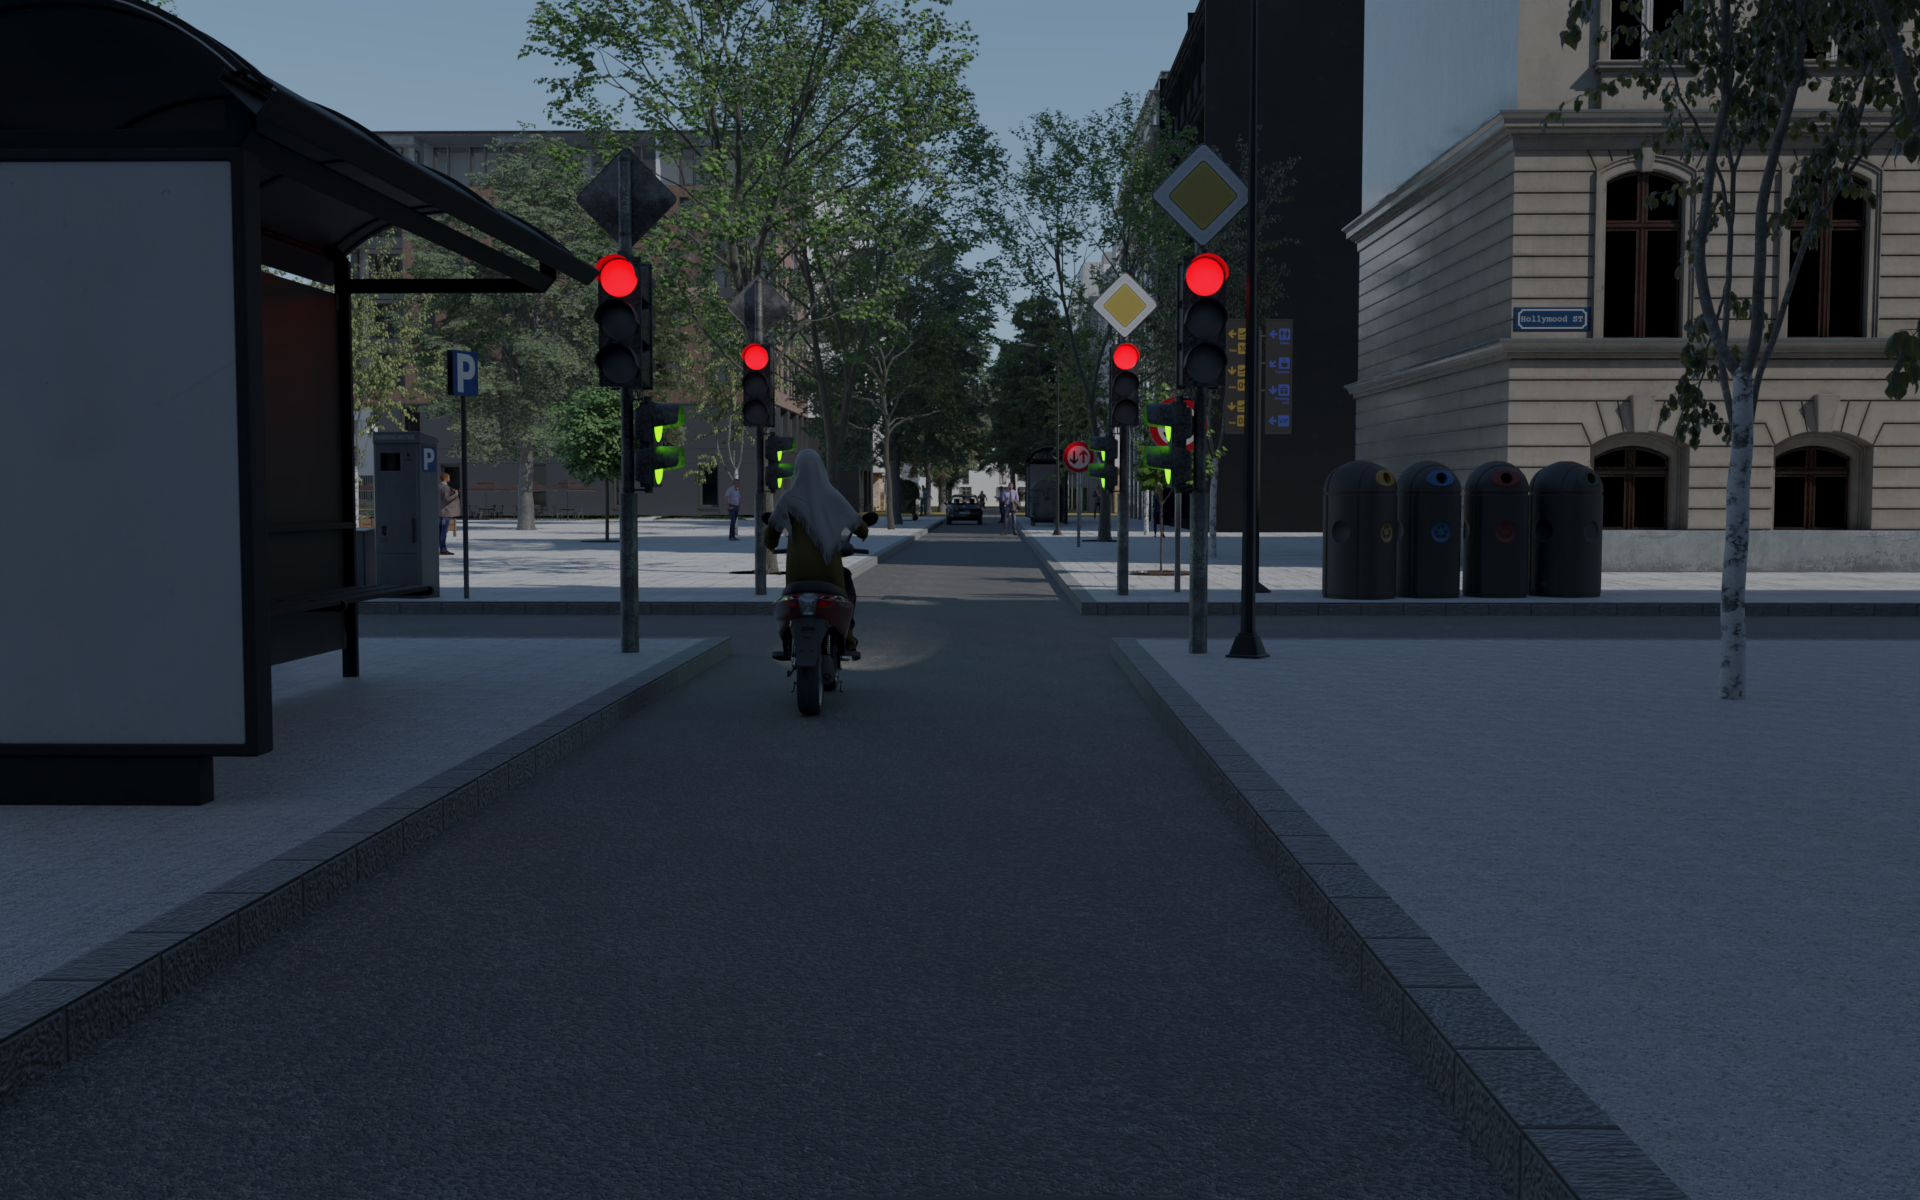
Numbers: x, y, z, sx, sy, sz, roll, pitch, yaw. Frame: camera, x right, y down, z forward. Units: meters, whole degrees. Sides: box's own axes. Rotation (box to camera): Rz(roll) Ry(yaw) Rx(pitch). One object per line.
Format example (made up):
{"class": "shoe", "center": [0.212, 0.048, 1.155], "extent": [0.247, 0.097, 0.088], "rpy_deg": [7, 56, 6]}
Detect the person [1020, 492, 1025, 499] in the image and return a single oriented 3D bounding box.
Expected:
{"class": "person", "center": [5.354, -7.991, 137.223], "extent": [1.217, 1.766, 0.721], "rpy_deg": [-1, 4, -15]}

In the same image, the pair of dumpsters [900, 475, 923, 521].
{"class": "pair of dumpsters", "center": [-2.665, -5.034, 84.799], "extent": [1.574, 2.255, 4.436], "rpy_deg": [0, 4, 1]}

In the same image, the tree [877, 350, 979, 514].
{"class": "tree", "center": [-2.043, -11.533, 110.624], "extent": [6.751, 12.117, 7.091], "rpy_deg": [0, 3, 0]}

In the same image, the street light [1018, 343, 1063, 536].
{"class": "street light", "center": [2.470, -4.949, 53.454], "extent": [1.470, 5.913, 1.316], "rpy_deg": [0, 4, 1]}

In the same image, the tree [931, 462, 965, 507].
{"class": "tree", "center": [-1.220, -10.552, 156.244], "extent": [4.285, 4.588, 4.351], "rpy_deg": [0, 3, 0]}

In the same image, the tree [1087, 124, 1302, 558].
{"class": "tree", "center": [5.034, -5.178, 35.030], "extent": [4.360, 8.622, 3.978], "rpy_deg": [0, 3, 0]}

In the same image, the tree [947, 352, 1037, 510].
{"class": "tree", "center": [4.092, -14.154, 138.840], "extent": [7.806, 13.903, 7.818], "rpy_deg": [0, 3, 0]}

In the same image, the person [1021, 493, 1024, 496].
{"class": "person", "center": [6.298, -9.623, 163.345], "extent": [1.348, 1.831, 0.705], "rpy_deg": [2, 4, 25]}

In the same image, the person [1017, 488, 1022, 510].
{"class": "person", "center": [4.743, -8.221, 141.002], "extent": [0.434, 1.755, 0.990], "rpy_deg": [-2, 4, -27]}

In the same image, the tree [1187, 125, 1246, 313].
{"class": "tree", "center": [3.781, -7.362, 46.131], "extent": [9.928, 11.665, 9.643], "rpy_deg": [0, 3, 0]}

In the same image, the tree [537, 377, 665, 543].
{"class": "tree", "center": [-9.539, -3.826, 46.274], "extent": [4.285, 4.588, 4.351], "rpy_deg": [0, 3, 0]}

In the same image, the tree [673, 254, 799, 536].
{"class": "tree", "center": [-6.969, -6.306, 53.471], "extent": [4.737, 8.622, 4.395], "rpy_deg": [0, 3, 0]}

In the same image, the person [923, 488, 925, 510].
{"class": "person", "center": [-2.867, -8.169, 139.611], "extent": [0.705, 1.822, 1.348], "rpy_deg": [0, 4, 2]}

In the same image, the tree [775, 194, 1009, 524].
{"class": "tree", "center": [-2.856, -10.170, 72.938], "extent": [9.857, 13.997, 8.962], "rpy_deg": [0, 3, 0]}

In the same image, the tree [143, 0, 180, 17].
{"class": "tree", "center": [-17.116, -6.385, 30.150], "extent": [9.928, 11.665, 9.643], "rpy_deg": [0, 3, 0]}

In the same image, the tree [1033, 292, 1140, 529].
{"class": "tree", "center": [4.556, -6.966, 64.258], "extent": [4.737, 8.622, 4.395], "rpy_deg": [0, 3, 0]}

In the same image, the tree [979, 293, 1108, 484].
{"class": "tree", "center": [4.606, -10.399, 92.075], "extent": [6.751, 12.117, 7.091], "rpy_deg": [0, 3, 0]}

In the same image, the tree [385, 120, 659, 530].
{"class": "tree", "center": [-15.380, -9.447, 61.113], "extent": [9.857, 13.997, 8.962], "rpy_deg": [0, 3, 0]}

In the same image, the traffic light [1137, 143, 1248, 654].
{"class": "traffic light", "center": [1.902, -1.506, 13.866], "extent": [0.839, 4.213, 0.868], "rpy_deg": [0, 4, 1]}

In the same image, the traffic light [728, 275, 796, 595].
{"class": "traffic light", "center": [-2.517, -1.998, 21.915], "extent": [0.839, 4.213, 0.868], "rpy_deg": [0, 4, 1]}

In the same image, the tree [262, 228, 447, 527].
{"class": "tree", "center": [-16.192, -5.902, 46.853], "extent": [4.737, 8.622, 4.395], "rpy_deg": [0, 3, 0]}

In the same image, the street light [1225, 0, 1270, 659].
{"class": "street light", "center": [1.724, -2.503, 13.473], "extent": [1.470, 5.913, 1.316], "rpy_deg": [0, 4, 1]}

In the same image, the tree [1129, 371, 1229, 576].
{"class": "tree", "center": [3.135, -2.004, 27.366], "extent": [1.663, 3.219, 1.824], "rpy_deg": [0, 3, 0]}

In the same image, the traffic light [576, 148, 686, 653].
{"class": "traffic light", "center": [-2.659, -1.510, 13.931], "extent": [0.839, 4.213, 0.868], "rpy_deg": [0, 4, 1]}

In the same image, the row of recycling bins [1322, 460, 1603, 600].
{"class": "row of recycling bins", "center": [6.238, -0.885, 21.579], "extent": [3.534, 1.692, 1.069], "rpy_deg": [-1, 4, -9]}

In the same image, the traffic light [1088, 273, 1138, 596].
{"class": "traffic light", "center": [2.044, -1.994, 21.850], "extent": [0.839, 4.213, 0.868], "rpy_deg": [0, 4, 1]}

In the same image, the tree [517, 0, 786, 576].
{"class": "tree", "center": [-3.254, -6.220, 27.454], "extent": [9.928, 11.665, 9.643], "rpy_deg": [0, 3, 0]}

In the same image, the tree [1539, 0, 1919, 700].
{"class": "tree", "center": [5.082, -3.688, 10.653], "extent": [4.360, 8.622, 3.978], "rpy_deg": [0, 3, 0]}

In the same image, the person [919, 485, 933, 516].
{"class": "person", "center": [-2.160, -5.802, 100.996], "extent": [1.350, 1.814, 0.705], "rpy_deg": [2, 4, 24]}

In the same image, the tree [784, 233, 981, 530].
{"class": "tree", "center": [-2.826, -7.816, 62.208], "extent": [7.601, 10.594, 8.767], "rpy_deg": [0, 4, -5]}

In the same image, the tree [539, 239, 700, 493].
{"class": "tree", "center": [-14.307, -9.239, 73.109], "extent": [6.751, 12.117, 7.091], "rpy_deg": [0, 3, 0]}
